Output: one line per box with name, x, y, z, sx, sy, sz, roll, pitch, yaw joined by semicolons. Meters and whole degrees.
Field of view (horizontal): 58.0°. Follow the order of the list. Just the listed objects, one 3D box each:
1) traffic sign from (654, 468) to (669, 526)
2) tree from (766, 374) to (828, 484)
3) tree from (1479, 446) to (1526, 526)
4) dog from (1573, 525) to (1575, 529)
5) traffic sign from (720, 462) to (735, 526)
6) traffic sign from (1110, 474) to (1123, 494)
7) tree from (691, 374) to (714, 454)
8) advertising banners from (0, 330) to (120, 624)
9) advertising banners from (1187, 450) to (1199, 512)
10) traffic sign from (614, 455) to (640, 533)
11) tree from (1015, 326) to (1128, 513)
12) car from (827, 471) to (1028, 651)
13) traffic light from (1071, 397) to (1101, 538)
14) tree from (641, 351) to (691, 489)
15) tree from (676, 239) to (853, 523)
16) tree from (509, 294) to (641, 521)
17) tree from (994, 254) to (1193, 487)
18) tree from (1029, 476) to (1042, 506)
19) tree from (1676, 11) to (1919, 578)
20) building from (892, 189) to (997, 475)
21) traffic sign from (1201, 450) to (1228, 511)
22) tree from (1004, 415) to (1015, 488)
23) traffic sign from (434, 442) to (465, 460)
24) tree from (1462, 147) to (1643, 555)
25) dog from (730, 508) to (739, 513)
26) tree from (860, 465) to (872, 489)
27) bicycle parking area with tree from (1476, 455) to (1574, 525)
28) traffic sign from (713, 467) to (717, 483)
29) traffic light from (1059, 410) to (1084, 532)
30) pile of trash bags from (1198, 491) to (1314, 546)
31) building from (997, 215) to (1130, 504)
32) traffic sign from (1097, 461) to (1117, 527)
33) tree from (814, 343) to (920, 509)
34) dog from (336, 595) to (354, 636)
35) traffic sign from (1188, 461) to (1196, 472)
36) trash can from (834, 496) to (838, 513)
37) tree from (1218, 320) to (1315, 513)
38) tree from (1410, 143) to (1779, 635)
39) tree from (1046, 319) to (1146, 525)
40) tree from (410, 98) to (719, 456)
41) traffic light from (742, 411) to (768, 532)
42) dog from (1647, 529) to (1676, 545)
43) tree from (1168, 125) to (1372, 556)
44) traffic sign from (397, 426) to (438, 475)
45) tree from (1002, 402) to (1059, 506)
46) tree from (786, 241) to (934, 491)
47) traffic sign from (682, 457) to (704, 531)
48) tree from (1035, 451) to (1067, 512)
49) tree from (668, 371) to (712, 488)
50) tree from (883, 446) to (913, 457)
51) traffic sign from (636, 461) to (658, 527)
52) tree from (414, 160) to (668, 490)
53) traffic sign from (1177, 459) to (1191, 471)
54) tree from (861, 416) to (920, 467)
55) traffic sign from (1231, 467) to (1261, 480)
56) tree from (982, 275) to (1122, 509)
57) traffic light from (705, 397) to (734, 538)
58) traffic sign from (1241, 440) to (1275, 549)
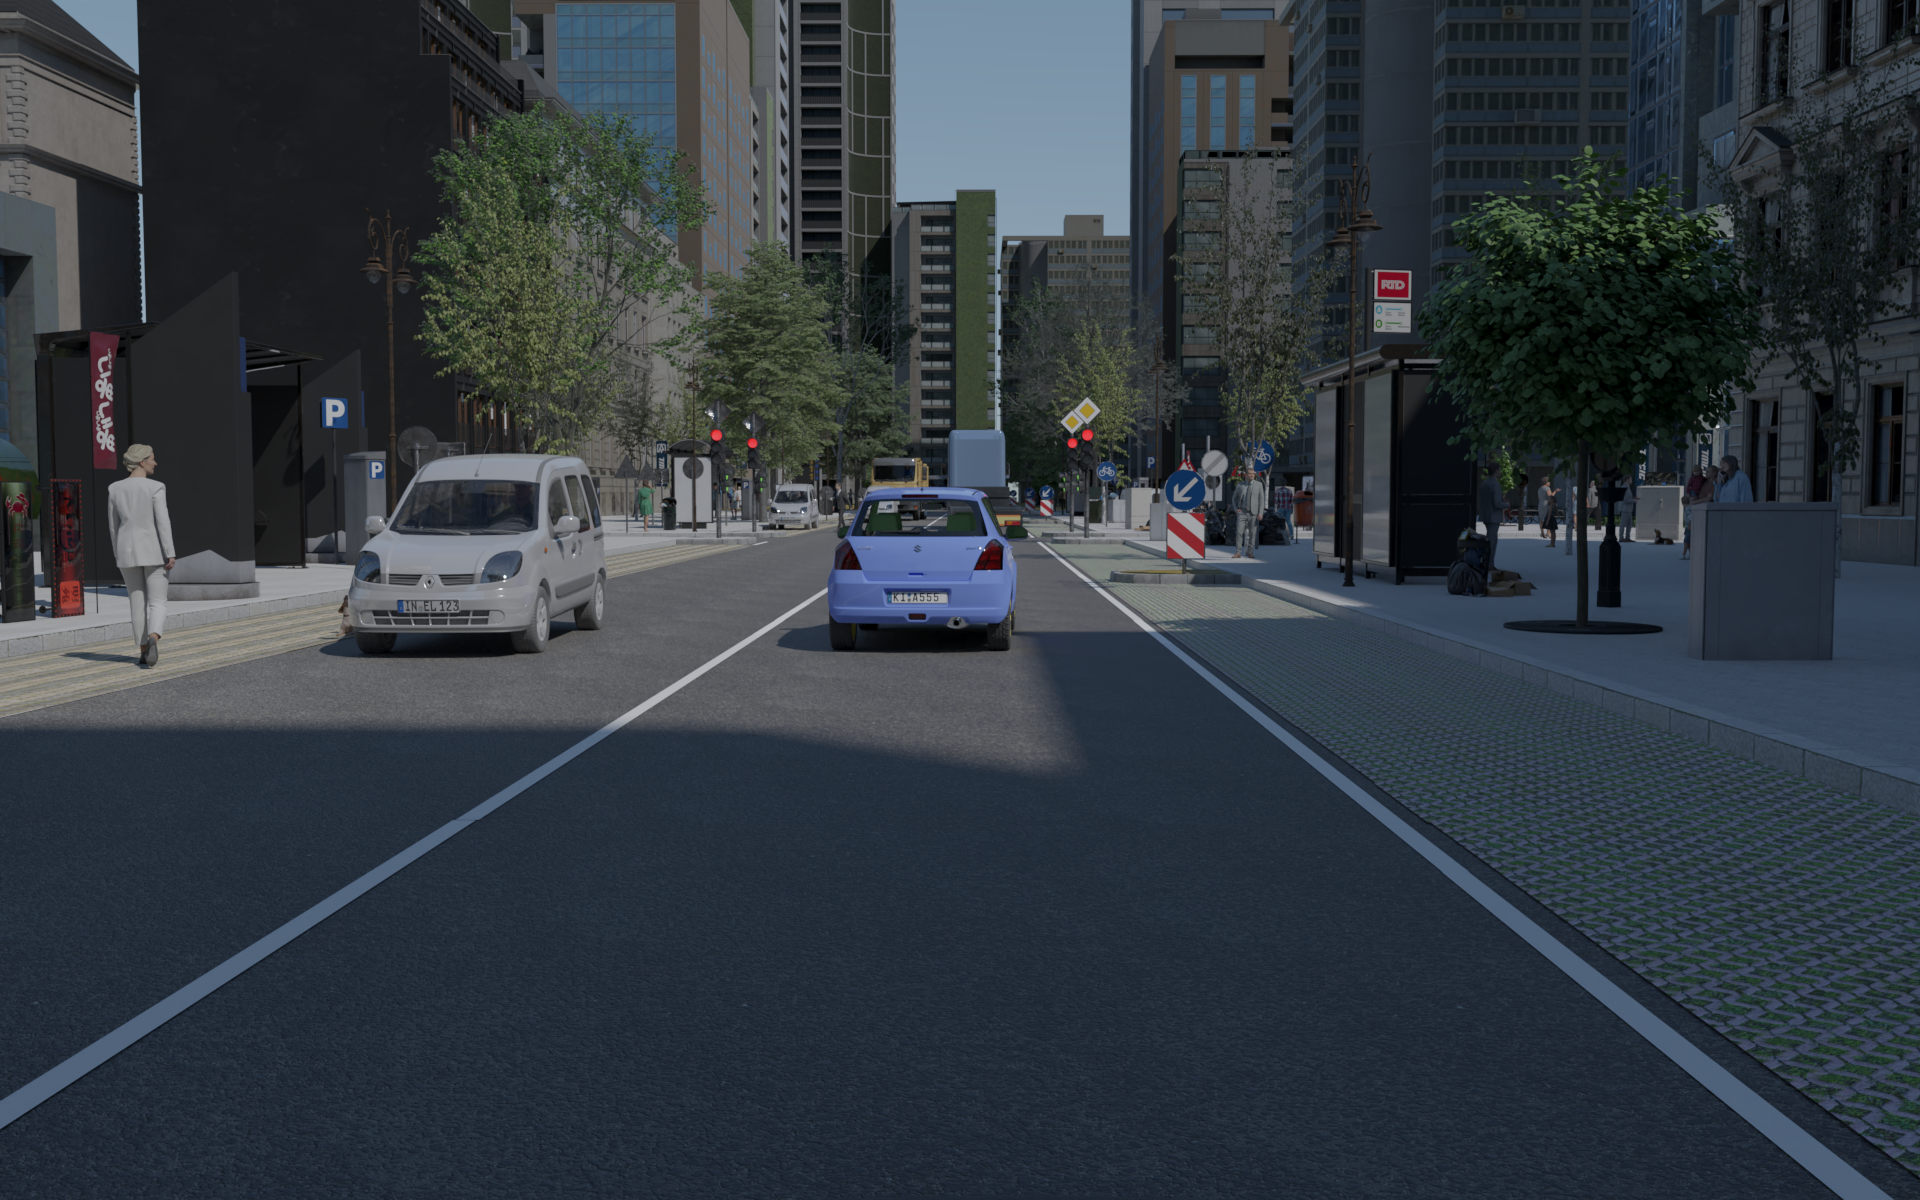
traffic sign;-11.888;-4.095;69.089;0.606;2.300;0.079;0;4;6
tree;-9.594;-9.051;98.352;4.360;8.622;3.978;0;3;0
tree;21.545;-4.552;69.032;1.663;3.219;1.824;0;3;0
dog;22.321;-2.770;63.030;0.748;0.427;0.550;-1;4;-13
traffic sign;-9.423;-4.260;69.760;0.768;2.556;0.104;0;4;4
traffic sign;9.296;-6.279;102.769;0.768;2.556;0.104;0;4;6
tree;-16.111;-9.474;105.258;4.360;8.622;3.978;0;3;0
advertising banners;-9.331;-1.334;17.994;0.090;3.025;2.074;1;4;8
advertising banners;9.454;-4.535;70.328;0.090;3.025;2.074;1;4;22
traffic sign;-11.028;-3.504;57.300;0.884;2.594;0.081;1;4;9
tree;7.790;-12.122;116.320;7.486;12.596;7.792;0;3;0
car;-0.298;-0.464;17.178;1.945;1.707;3.694;0;4;2
traffic light;3.659;-3.749;50.220;0.839;4.253;0.868;0;4;1
tree;-15.512;-8.083;82.511;4.360;8.622;3.978;0;3;0
tree;-8.669;-9.716;76.976;7.486;12.596;7.792;0;3;0
tree;-14.085;-6.870;62.689;4.360;8.622;3.978;0;3;0
tree;6.913;-10.964;89.626;12.009;13.543;11.850;0;3;0
tree;7.801;-11.398;180.951;1.663;3.219;1.824;0;3;0
tree;13.124;-4.638;26.199;4.360;8.622;3.978;0;3;0
building;-2.118;-33.709;234.736;14.086;41.232;14.154;0;4;1
traffic sign;7.401;-3.078;50.427;0.768;2.556;0.104;0;4;5
tree;8.424;-17.697;207.470;7.486;12.596;7.792;0;3;0
traffic sign;-10.088;-1.965;34.258;0.606;2.300;0.079;0;4;2
tree;12.571;-5.250;36.205;4.737;8.622;4.395;0;3;0
dog;-15.550;-6.271;120.269;0.748;0.427;0.550;1;4;9
tree;-8.327;-11.411;170.290;4.285;4.588;4.351;0;3;0
bicycle parking area with tree;22.358;-5.393;75.181;9.016;4.147;8.231;1;4;17
traffic sign;-11.788;-5.027;82.304;0.768;2.556;0.104;0;4;8
traffic light;3.742;-4.238;58.204;0.839;4.253;0.868;0;4;1
pile of trash bags;7.614;-2.083;43.815;3.447;1.369;1.912;-2;4;-31
building;17.336;-33.751;243.717;23.993;40.220;32.217;0;4;1
traffic sign;5.732;-4.134;67.696;0.768;2.556;0.104;0;4;4
tree;-8.500;-14.597;145.320;9.857;13.997;8.962;0;3;0
dog;-6.123;0.149;17.761;0.748;0.427;0.550;-3;5;-44
traffic sign;9.059;-4.183;68.398;0.884;2.594;0.081;0;4;2
trash can;-8.425;-6.459;117.261;0.748;1.137;0.748;0;3;0
tree;12.701;-7.426;71.769;4.737;8.622;4.395;0;3;0
tree;5.948;-2.002;16.449;4.285;4.588;4.351;0;3;0
tree;5.879;-7.447;72.114;4.737;8.622;4.395;0;3;0
tree;-10.223;-7.274;44.691;9.928;11.665;9.643;0;3;0
traffic light;-6.919;-4.243;58.299;0.839;4.253;0.868;0;4;1
dog;17.678;-1.582;43.598;0.550;0.427;0.748;0;4;2
tree;6.198;-5.220;35.712;4.360;8.622;3.978;0;3;0
traffic sign;-10.177;-1.981;32.493;0.768;2.556;0.104;0;4;4
tree;8.074;-16.364;193.305;9.928;11.665;9.643;0;3;0
tree;-8.373;-16.651;128.126;12.611;20.169;13.585;0;3;0
traffic sign;-9.248;-3.663;59.993;0.768;2.556;0.104;1;4;8
tree;6.847;-8.649;125.130;4.285;4.588;4.351;0;3;0
tree;-15.935;-9.139;99.778;4.737;8.622;4.395;0;3;0
tree;-7.658;-15.561;204.788;4.360;8.622;3.978;0;3;0
traffic sign;-12.329;-4.176;68.281;0.884;2.594;0.081;0;4;4
tree;-9.686;-5.376;38.260;4.737;8.622;4.395;0;3;0
traffic sign;8.263;-3.906;63.859;0.884;2.594;0.081;0;4;7
tree;-7.905;-16.079;197.297;7.601;10.594;8.767;2;4;27
traffic sign;8.330;-3.084;50.430;0.884;2.594;0.081;0;4;1
tree;8.236;-17.905;148.640;12.611;20.169;13.585;0;3;0
traffic light;-7.002;-3.755;50.314;0.839;4.253;0.868;0;4;1
traffic sign;6.899;-2.451;40.183;0.768;2.556;0.104;1;4;10
